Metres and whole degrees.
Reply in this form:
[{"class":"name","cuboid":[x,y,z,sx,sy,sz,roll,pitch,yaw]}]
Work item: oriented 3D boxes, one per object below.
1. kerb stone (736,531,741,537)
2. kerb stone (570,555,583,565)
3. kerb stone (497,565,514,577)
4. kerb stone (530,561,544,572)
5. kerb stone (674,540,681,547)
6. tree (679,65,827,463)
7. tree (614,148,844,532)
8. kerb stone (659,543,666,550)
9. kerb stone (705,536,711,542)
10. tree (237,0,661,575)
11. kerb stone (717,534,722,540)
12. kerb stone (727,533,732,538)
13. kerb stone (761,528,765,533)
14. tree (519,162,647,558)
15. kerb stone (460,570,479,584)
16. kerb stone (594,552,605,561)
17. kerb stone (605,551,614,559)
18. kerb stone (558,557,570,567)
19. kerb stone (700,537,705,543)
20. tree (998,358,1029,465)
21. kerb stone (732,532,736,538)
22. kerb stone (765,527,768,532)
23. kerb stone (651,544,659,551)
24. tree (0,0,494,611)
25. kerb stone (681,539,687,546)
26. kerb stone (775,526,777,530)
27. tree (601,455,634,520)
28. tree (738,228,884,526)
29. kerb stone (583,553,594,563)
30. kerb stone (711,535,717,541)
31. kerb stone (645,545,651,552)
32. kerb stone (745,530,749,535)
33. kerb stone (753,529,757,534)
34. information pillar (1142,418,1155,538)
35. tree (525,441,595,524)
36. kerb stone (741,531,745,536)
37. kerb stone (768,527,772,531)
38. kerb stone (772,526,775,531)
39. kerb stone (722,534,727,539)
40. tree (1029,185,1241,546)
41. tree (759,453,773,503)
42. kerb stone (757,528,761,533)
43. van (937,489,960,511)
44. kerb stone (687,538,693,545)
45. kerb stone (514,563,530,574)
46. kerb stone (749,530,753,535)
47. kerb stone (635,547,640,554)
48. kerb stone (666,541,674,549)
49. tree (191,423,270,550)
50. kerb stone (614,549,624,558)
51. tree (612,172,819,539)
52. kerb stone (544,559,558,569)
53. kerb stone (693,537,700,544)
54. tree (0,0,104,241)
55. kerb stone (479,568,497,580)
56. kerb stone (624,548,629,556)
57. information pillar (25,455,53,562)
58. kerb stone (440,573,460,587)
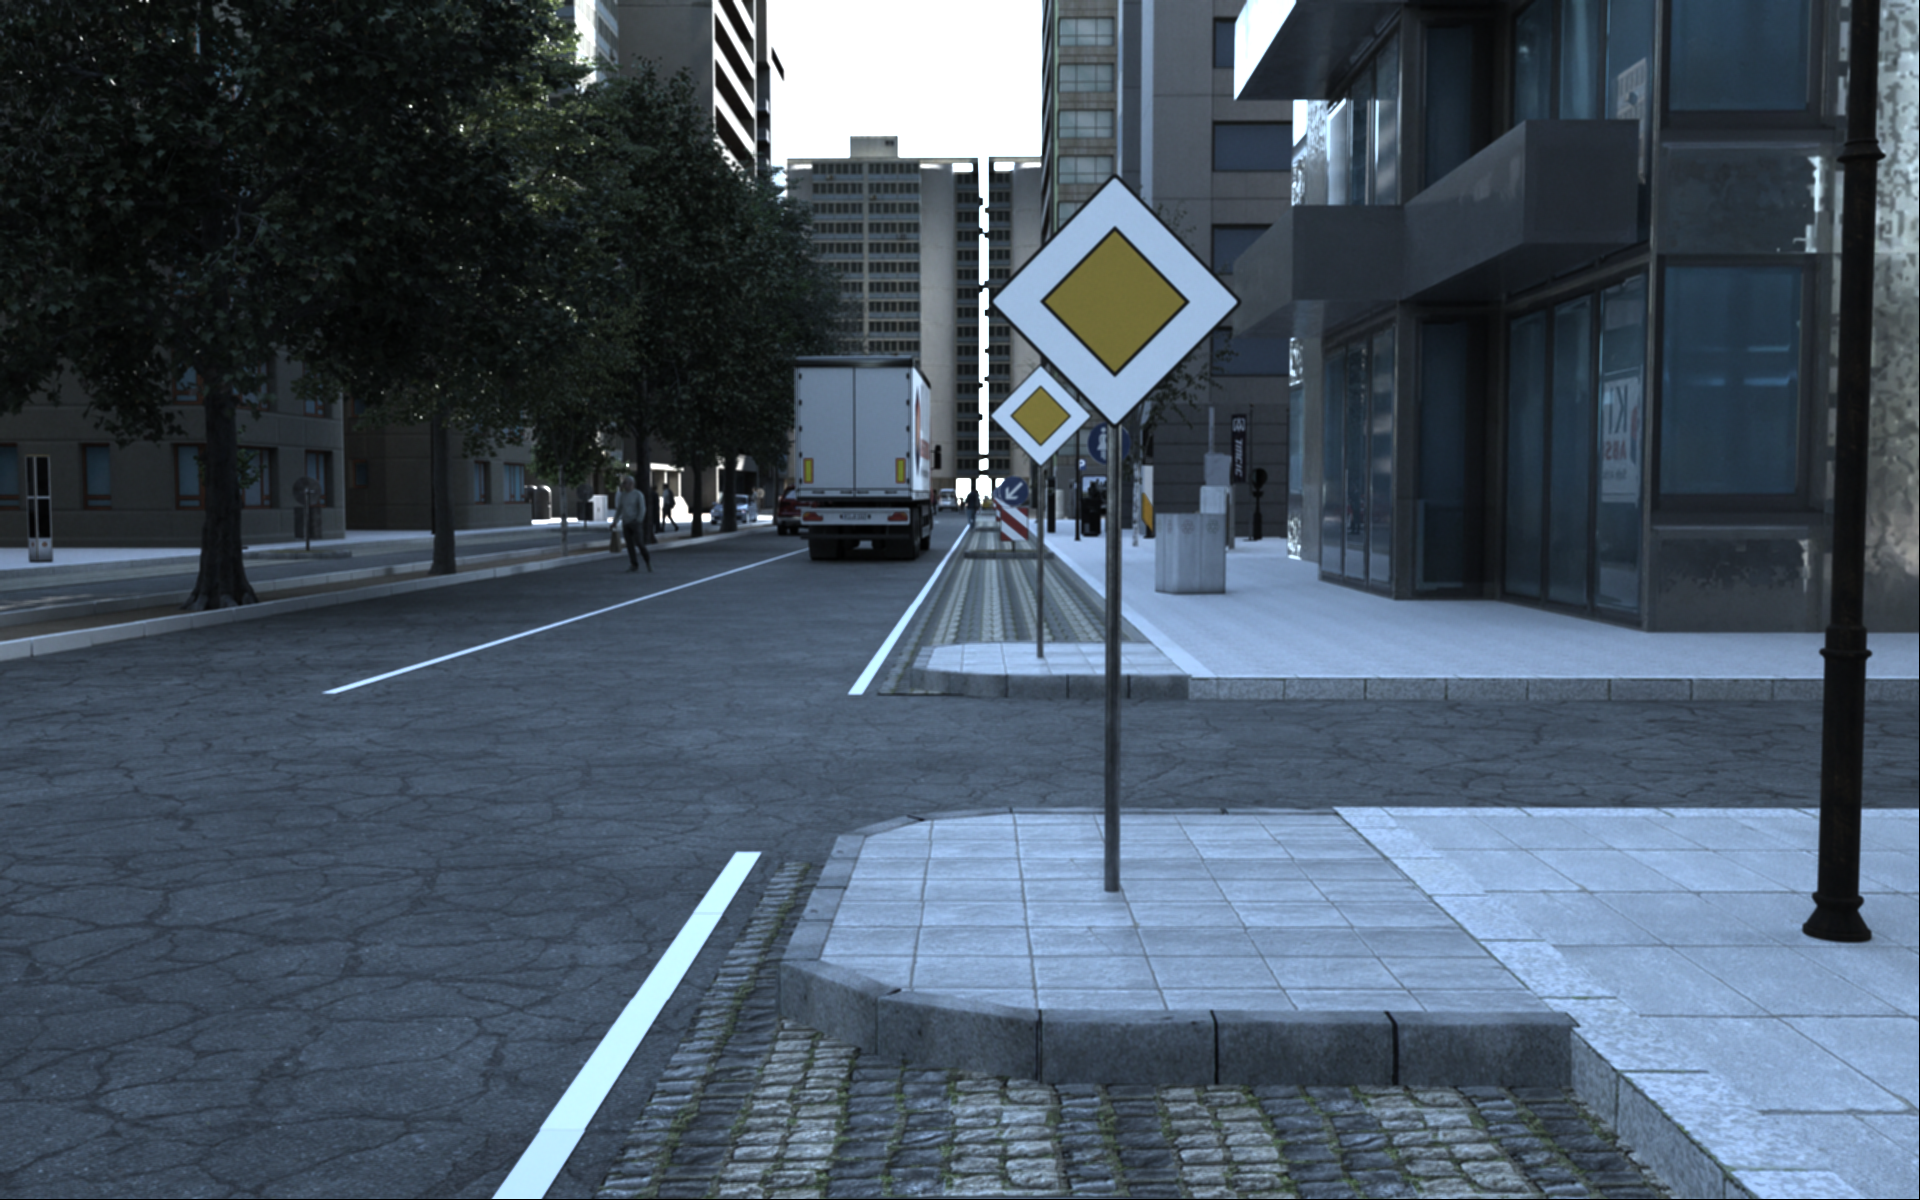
[{"class":"kerb stone","cuboid":[-7.535,-2.178,57.819,0.120,0.150,1.000,0,4,1]},{"class":"kerb stone","cuboid":[-7.919,-0.800,35.280,0.120,0.150,1.000,0,4,1]},{"class":"kerb stone","cuboid":[-8.008,-0.487,30.164,0.120,0.150,1.000,0,4,1]},{"class":"kerb stone","cuboid":[-7.979,-0.612,32.210,0.120,0.150,1.000,0,4,1]},{"class":"kerb stone","cuboid":[-7.726,-1.486,46.553,0.120,0.150,1.000,0,4,1]},{"class":"tree","cuboid":[-8.276,-7.683,45.084,9.611,12.733,9.660,0,3,0]},{"class":"tree","cuboid":[-8.717,-9.527,64.880,9.857,13.997,8.962,0,3,0]},{"class":"kerb stone","cuboid":[-7.764,-1.365,44.509,0.120,0.150,1.000,0,4,1]},{"class":"kerb stone","cuboid":[-7.645,-1.803,51.674,0.120,0.150,1.000,0,4,1]},{"class":"tree","cuboid":[-9.282,-6.745,30.872,7.486,12.596,7.792,0,3,0]},{"class":"kerb stone","cuboid":[-7.614,-1.920,53.724,0.120,0.150,1.000,0,4,1]},{"class":"kerb stone","cuboid":[-7.573,-2.054,55.774,0.120,0.150,1.000,0,4,1]},{"class":"kerb stone","cuboid":[-7.432,-2.554,63.961,0.120,0.150,1.000,0,4,1]},{"class":"tree","cuboid":[-8.692,-5.192,37.713,4.737,8.622,4.395,0,3,0]},{"class":"kerb stone","cuboid":[-8.055,-0.360,28.120,0.120,0.150,1.000,0,4,1]},{"class":"kerb stone","cuboid":[-7.887,-0.923,37.329,0.120,0.150,1.000,0,4,1]},{"class":"kerb stone","cuboid":[-7.876,-0.988,38.351,0.120,0.150,1.000,0,4,1]},{"class":"kerb stone","cuboid":[-7.939,-0.736,34.258,0.120,0.150,1.000,0,4,1]},{"class":"kerb stone","cuboid":[-7.660,-1.737,50.652,0.120,0.150,1.000,0,4,1]},{"class":"tree","cuboid":[4.327,-8.615,91.219,4.360,8.622,3.978,0,3,0]},{"class":"kerb stone","cuboid":[-7.546,-2.113,56.797,0.120,0.150,1.000,0,4,1]},{"class":"kerb stone","cuboid":[-7.411,-2.617,64.989,0.120,0.150,1.000,0,4,1]},{"class":"kerb stone","cuboid":[-7.785,-1.302,43.487,0.120,0.150,1.000,0,4,1]},{"class":"tree","cuboid":[-9.184,-6.231,21.343,9.611,12.733,9.660,0,3,0]},{"class":"kerb stone","cuboid":[-7.709,-1.553,47.581,0.120,0.150,1.000,0,4,1]},{"class":"kerb stone","cuboid":[-7.362,-2.803,68.066,0.120,0.150,1.000,0,4,1]},{"class":"tree","cuboid":[-16.923,-5.556,85.446,1.663,3.219,1.824,0,3,0]},{"class":"tree","cuboid":[-8.153,-10.014,76.555,12.009,13.543,11.850,0,3,0]},{"class":"kerb stone","cuboid":[-7.903,-0.857,36.302,0.120,0.150,1.000,0,4,1]},{"class":"kerb stone","cuboid":[-7.623,-1.866,52.701,0.120,0.150,1.000,0,4,1]},{"class":"kerb stone","cuboid":[-7.798,-1.235,42.465,0.120,0.150,1.000,0,4,1]},{"class":"kerb stone","cuboid":[-7.493,-2.301,59.867,0.120,0.150,1.000,0,4,1]},{"class":"kerb stone","cuboid":[-7.470,-2.426,61.911,0.120,0.150,1.000,0,4,1]},{"class":"information pillar","cuboid":[5.431,-3.592,50.084,0.183,3.616,0.504,3,4,37]},{"class":"tree","cuboid":[-17.351,-5.647,76.036,4.285,4.588,4.351,0,3,0]},{"class":"kerb stone","cuboid":[-7.518,-2.241,58.841,0.120,0.150,1.000,0,4,1]},{"class":"kerb stone","cuboid":[-7.396,-2.680,66.011,0.120,0.150,1.000,0,4,1]},{"class":"kerb stone","cuboid":[-7.379,-2.741,67.040,0.120,0.150,1.000,0,4,1]},{"class":"kerb stone","cuboid":[-7.592,-1.987,54.751,0.120,0.150,1.000,0,4,1]},{"class":"tree","cuboid":[4.534,-5.629,42.390,4.360,8.622,3.978,0,3,0]},{"class":"tree","cuboid":[-16.451,-11.887,144.708,4.737,8.622,4.395,0,3,0]},{"class":"kerb stone","cuboid":[-7.441,-2.492,62.933,0.120,0.150,1.000,0,4,1]},{"class":"van","cuboid":[-0.970,-8.369,143.850,2.013,2.044,4.112,0,4,2]},{"class":"kerb stone","cuboid":[-7.701,-1.615,48.607,0.120,0.150,1.000,0,4,1]},{"class":"kerb stone","cuboid":[-7.991,-0.547,31.188,0.120,0.150,1.000,0,4,1]},{"class":"kerb stone","cuboid":[-7.479,-2.367,60.889,0.120,0.150,1.000,0,4,1]},{"class":"kerb stone","cuboid":[-7.821,-1.177,41.442,0.120,0.150,1.000,0,4,1]},{"class":"kerb stone","cuboid":[-7.746,-1.425,45.531,0.120,0.150,1.000,0,4,1]},{"class":"tree","cuboid":[-17.092,-2.782,40.092,1.663,3.219,1.824,0,3,0]},{"class":"kerb stone","cuboid":[-7.855,-1.050,39.379,0.120,0.150,1.000,0,4,1]},{"class":"tree","cuboid":[-8.318,-7.753,54.970,9.928,11.665,9.643,0,3,0]},{"class":"kerb stone","cuboid":[-7.957,-0.669,33.233,0.120,0.150,1.000,0,4,1]},{"class":"kerb stone","cuboid":[-7.676,-1.678,49.629,0.120,0.150,1.000,0,4,1]},{"class":"tree","cuboid":[-9.567,-3.766,14.400,4.360,8.622,3.978,0,3,0]},{"class":"kerb stone","cuboid":[-8.037,-0.422,29.142,0.120,0.150,1.000,0,4,1]},{"class":"kerb stone","cuboid":[-7.834,-1.112,40.412,0.120,0.150,1.000,0,4,1]},{"class":"information pillar","cuboid":[-17.327,-1.719,32.592,0.304,2.012,0.304,2,4,33]},{"class":"kerb stone","cuboid":[-8.069,-0.300,27.097,0.120,0.150,1.000,0,4,1]}]
